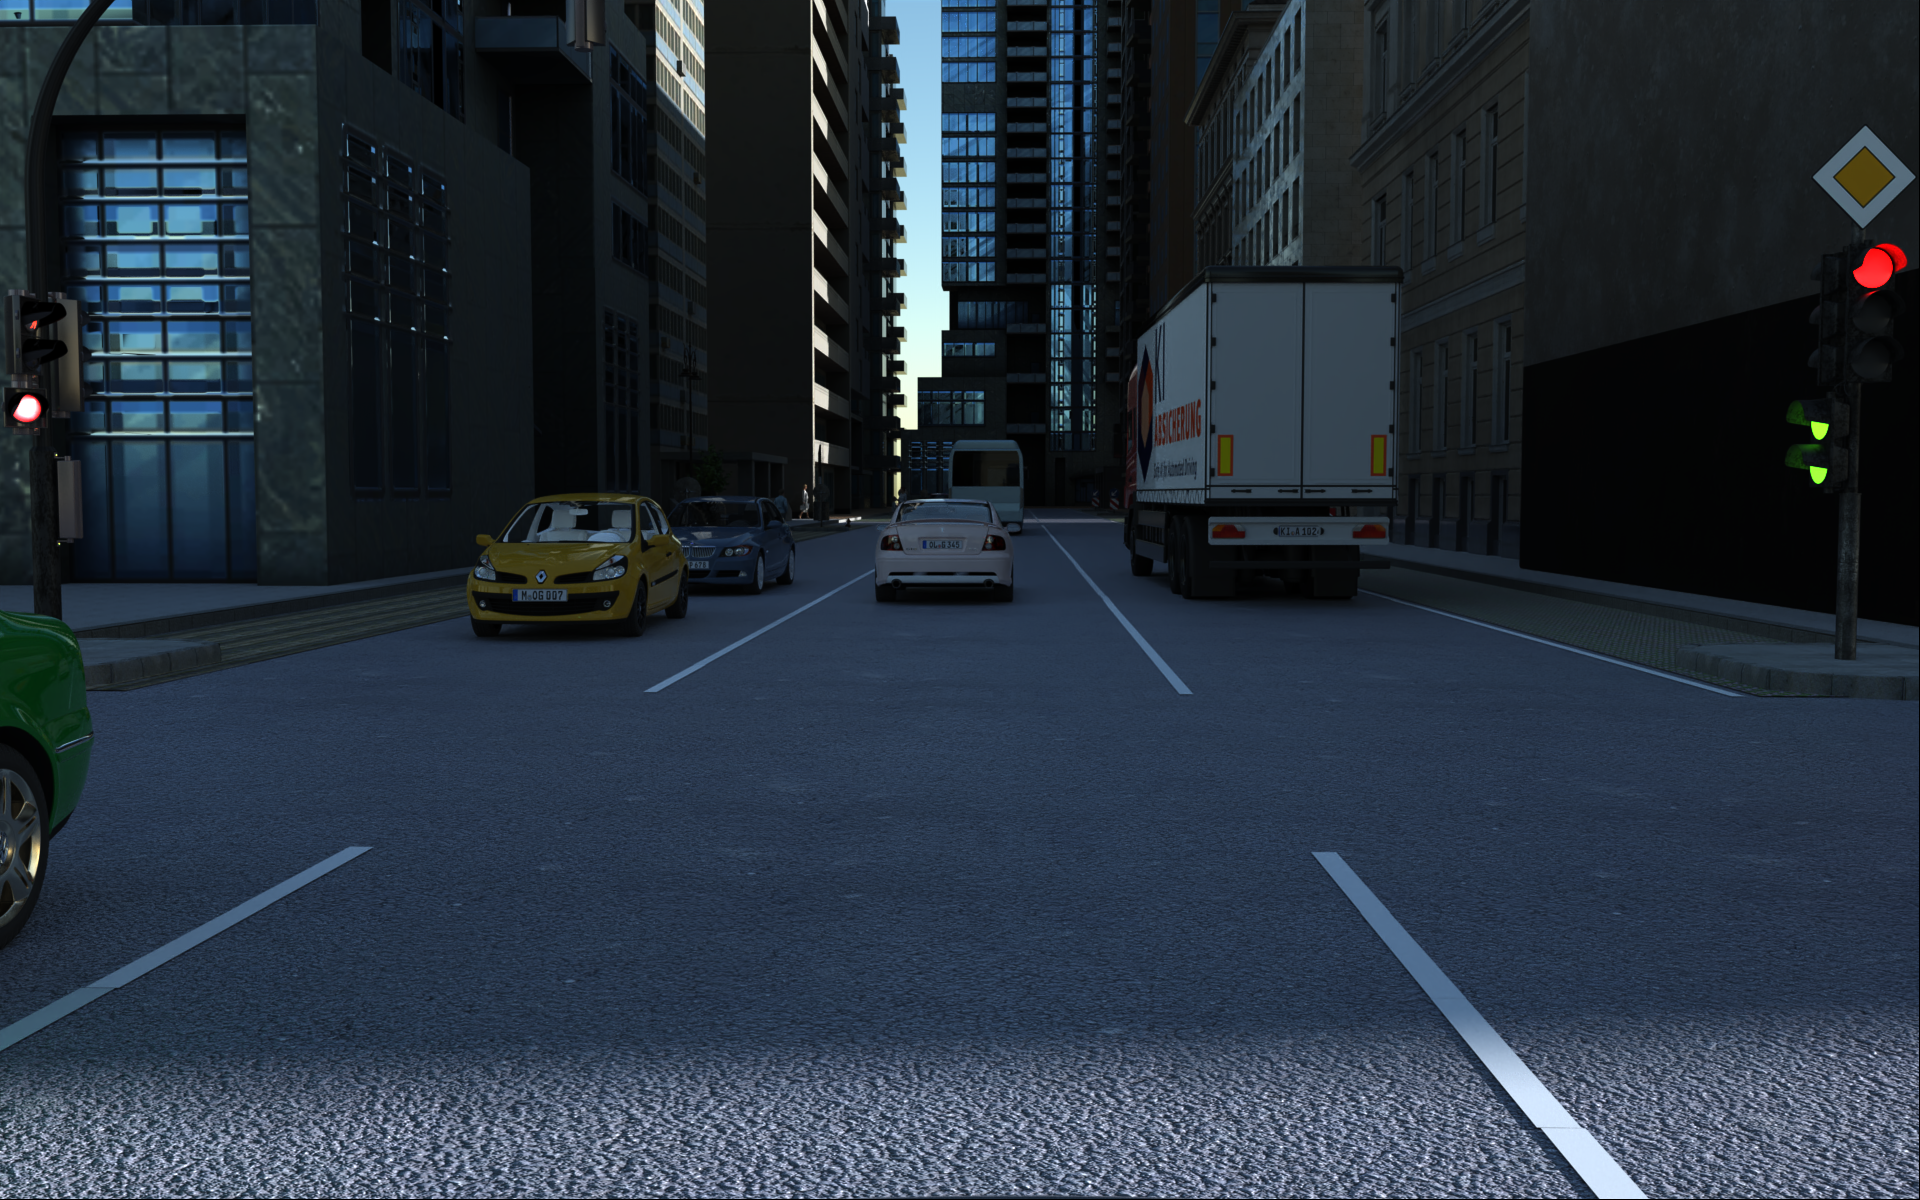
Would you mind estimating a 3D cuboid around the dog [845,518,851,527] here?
[{"bbox_3d":[-4.847,-3.286,73.923,0.550,0.427,0.748,3,5,41],"label":"dog"}]

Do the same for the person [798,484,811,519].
[{"bbox_3d":[-8.012,-5.056,89.068,0.624,1.780,0.694,0,4,5],"label":"person"}]

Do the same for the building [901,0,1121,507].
[{"bbox_3d":[9.944,-53.109,180.997,31.000,86.520,22.319,0,4,2],"label":"building"}]

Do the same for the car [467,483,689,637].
[{"bbox_3d":[-4.028,-0.513,18.617,2.015,1.641,3.980,0,4,0],"label":"car"}]

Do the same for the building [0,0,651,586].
[{"bbox_3d":[-19.484,-44.324,37.365,22.319,86.520,31.000,0,4,2],"label":"building"}]

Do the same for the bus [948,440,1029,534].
[{"bbox_3d":[1.131,-4.323,65.533,2.948,3.499,13.247,0,4,2],"label":"bus"}]

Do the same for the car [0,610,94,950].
[{"bbox_3d":[-3.866,0.293,4.004,1.959,1.807,4.718,0,3,0],"label":"car"}]

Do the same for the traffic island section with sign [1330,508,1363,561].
[{"bbox_3d":[7.693,-1.799,38.041,1.989,1.847,2.006,0,4,2],"label":"traffic island section with sign"}]

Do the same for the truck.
[{"bbox_3d":[4.191,-2.322,26.885,2.839,4.237,11.283,0,4,0],"label":"truck"}]

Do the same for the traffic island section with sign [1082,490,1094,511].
[{"bbox_3d":[11.039,-8.210,142.857,1.989,1.847,2.006,0,4,2],"label":"traffic island section with sign"}]

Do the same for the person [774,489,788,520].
[{"bbox_3d":[-5.964,-2.903,57.774,0.589,1.601,0.330,3,4,36],"label":"person"}]

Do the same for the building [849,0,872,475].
[{"bbox_3d":[-20.784,-32.722,124.238,28.713,52.752,27.495,0,4,2],"label":"building"}]

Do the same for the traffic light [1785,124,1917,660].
[{"bbox_3d":[6.860,-1.494,13.343,0.839,4.253,0.868,0,4,2],"label":"traffic light"}]

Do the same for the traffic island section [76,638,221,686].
[{"bbox_3d":[-7.335,0.512,13.913,2.009,0.180,2.903,0,4,2],"label":"traffic island section"}]

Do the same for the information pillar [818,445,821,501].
[{"bbox_3d":[-6.651,-5.554,82.163,0.183,3.616,0.504,-1,4,-13],"label":"information pillar"}]

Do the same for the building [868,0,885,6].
[{"bbox_3d":[-20.812,-32.637,153.229,30.456,49.044,23.786,0,4,2],"label":"building"}]

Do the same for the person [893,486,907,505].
[{"bbox_3d":[-2.460,-3.834,71.750,0.480,1.755,0.524,3,5,45],"label":"person"}]

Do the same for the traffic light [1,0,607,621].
[{"bbox_3d":[-5.201,-2.390,13.746,4.771,5.953,1.251,0,4,2],"label":"traffic light"}]

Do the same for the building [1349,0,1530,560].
[{"bbox_3d":[17.347,-15.515,39.578,13.634,28.700,20.117,0,4,2],"label":"building"}]

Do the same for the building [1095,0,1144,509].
[{"bbox_3d":[22.782,-43.682,152.447,20.563,71.187,20.611,0,4,2],"label":"building"}]

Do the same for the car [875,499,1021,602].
[{"bbox_3d":[-0.179,-0.738,24.428,2.083,1.381,4.827,0,4,1],"label":"car"}]

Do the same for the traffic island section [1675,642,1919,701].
[{"bbox_3d":[6.899,0.540,13.455,2.009,0.180,2.903,0,4,2],"label":"traffic island section"}]

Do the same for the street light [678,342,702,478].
[{"bbox_3d":[-8.192,-4.888,52.710,0.468,5.910,1.993,0,4,2],"label":"street light"}]

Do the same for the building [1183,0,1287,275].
[{"bbox_3d":[16.469,-15.224,77.788,11.050,23.489,19.941,0,4,2],"label":"building"}]

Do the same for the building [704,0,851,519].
[{"bbox_3d":[-17.949,-29.100,99.486,21.300,48.544,21.600,0,4,2],"label":"building"}]

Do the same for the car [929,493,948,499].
[{"bbox_3d":[-1.383,-6.771,119.738,2.155,1.783,4.494,0,4,3],"label":"car"}]

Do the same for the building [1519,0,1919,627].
[{"bbox_3d":[17.740,-9.375,20.729,16.811,18.784,16.820,0,4,2],"label":"building"}]

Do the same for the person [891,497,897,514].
[{"bbox_3d":[-3.053,-4.184,81.183,0.394,1.301,0.425,-1,4,-22],"label":"person"}]

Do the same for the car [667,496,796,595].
[{"bbox_3d":[-3.605,-0.873,26.275,2.014,1.417,4.499,0,4,4],"label":"car"}]

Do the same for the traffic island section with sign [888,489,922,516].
[{"bbox_3d":[-3.759,-6.549,115.700,1.989,1.847,2.006,0,4,2],"label":"traffic island section with sign"}]

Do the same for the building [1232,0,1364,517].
[{"bbox_3d":[15.539,-12.496,59.063,10.420,20.320,16.860,0,4,2],"label":"building"}]

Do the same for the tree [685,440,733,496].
[{"bbox_3d":[-8.635,-4.068,61.120,1.663,3.219,1.824,0,3,0],"label":"tree"}]

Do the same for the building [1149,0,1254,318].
[{"bbox_3d":[19.250,-27.953,107.140,14.600,45.320,14.200,0,4,2],"label":"building"}]

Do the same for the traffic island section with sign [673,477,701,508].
[{"bbox_3d":[-6.198,-1.864,39.104,1.989,1.847,2.006,0,4,2],"label":"traffic island section with sign"}]

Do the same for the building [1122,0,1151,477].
[{"bbox_3d":[23.721,-28.984,128.518,22.147,44.769,28.867,0,4,2],"label":"building"}]

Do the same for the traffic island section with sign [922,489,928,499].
[{"bbox_3d":[-2.905,-8.197,142.642,1.989,1.847,2.006,0,4,2],"label":"traffic island section with sign"}]

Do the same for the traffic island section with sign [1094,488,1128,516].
[{"bbox_3d":[10.178,-6.562,115.916,1.989,1.847,2.006,0,4,2],"label":"traffic island section with sign"}]

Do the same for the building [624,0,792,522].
[{"bbox_3d":[-24.399,-23.469,75.606,32.217,40.220,23.993,0,4,2],"label":"building"}]

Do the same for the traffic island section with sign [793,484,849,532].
[{"bbox_3d":[-5.321,-3.555,66.753,1.989,1.847,2.006,0,4,2],"label":"traffic island section with sign"}]
